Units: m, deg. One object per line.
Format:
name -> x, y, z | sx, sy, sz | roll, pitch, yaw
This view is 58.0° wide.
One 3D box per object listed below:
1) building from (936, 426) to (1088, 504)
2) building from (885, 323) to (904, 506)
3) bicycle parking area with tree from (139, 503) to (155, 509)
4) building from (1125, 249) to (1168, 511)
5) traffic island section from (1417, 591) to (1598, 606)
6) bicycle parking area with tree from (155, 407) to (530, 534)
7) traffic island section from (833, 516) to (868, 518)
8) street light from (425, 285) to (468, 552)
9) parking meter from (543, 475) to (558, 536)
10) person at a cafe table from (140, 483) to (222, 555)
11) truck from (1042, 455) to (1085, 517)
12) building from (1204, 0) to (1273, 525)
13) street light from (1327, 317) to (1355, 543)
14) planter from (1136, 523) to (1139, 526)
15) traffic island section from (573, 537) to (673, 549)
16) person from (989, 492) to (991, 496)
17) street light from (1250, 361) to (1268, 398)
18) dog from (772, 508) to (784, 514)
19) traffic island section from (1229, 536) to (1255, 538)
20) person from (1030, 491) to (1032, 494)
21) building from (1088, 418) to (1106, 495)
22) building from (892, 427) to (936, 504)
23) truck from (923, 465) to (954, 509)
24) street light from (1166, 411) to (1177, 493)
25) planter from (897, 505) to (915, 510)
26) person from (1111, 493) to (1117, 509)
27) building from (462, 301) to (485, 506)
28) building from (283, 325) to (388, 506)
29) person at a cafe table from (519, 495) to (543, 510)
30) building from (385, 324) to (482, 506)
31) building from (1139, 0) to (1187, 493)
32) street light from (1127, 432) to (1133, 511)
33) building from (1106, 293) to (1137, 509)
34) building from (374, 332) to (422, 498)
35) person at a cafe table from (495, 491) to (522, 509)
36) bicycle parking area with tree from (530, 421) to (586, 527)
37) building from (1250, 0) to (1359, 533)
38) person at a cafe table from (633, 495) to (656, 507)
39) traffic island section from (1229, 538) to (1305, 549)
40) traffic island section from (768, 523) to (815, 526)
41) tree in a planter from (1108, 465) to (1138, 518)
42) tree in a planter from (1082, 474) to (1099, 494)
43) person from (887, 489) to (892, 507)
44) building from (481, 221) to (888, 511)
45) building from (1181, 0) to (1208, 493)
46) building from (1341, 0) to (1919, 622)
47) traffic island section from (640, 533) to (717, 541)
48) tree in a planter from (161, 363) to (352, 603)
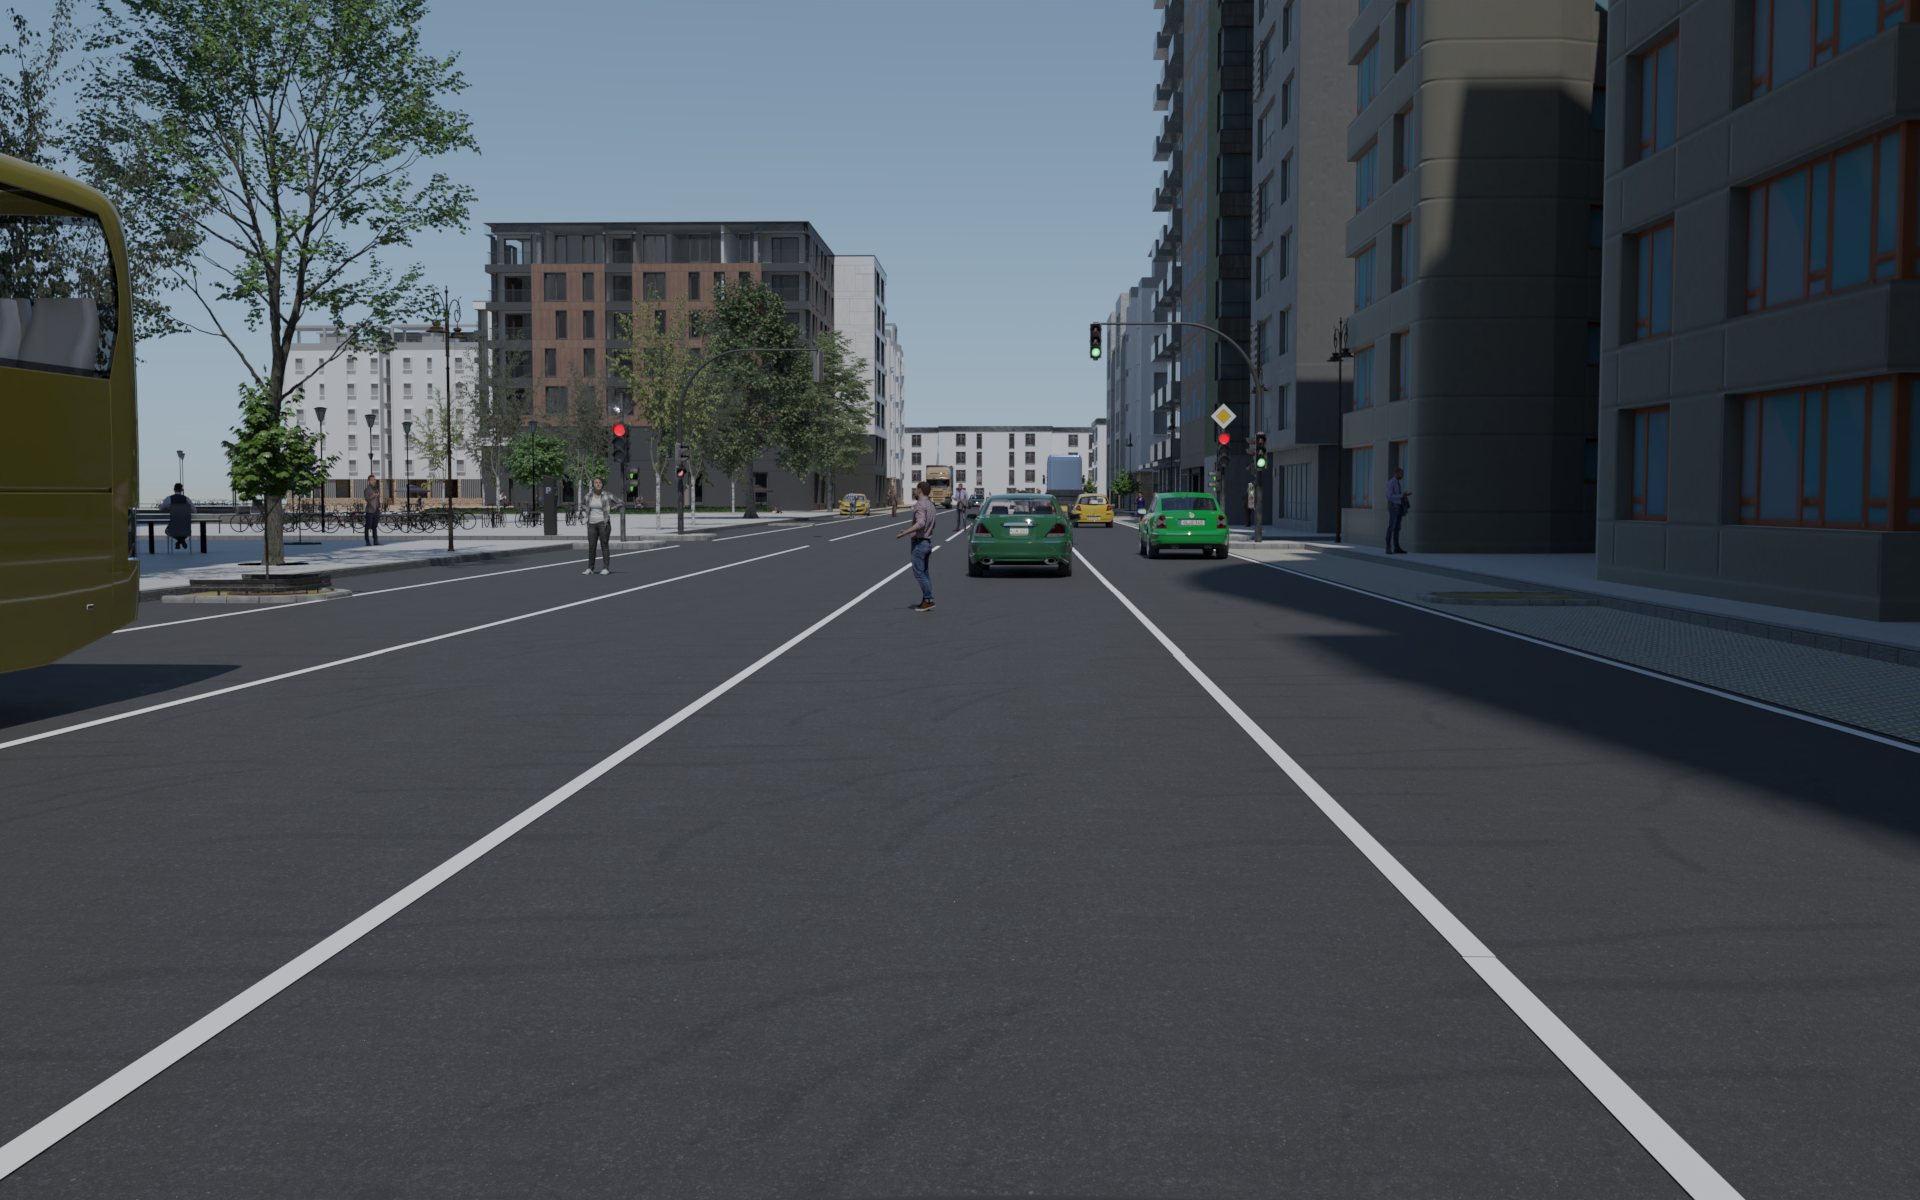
building -> 11.481, -16.843, 217.530 | 28.070, 9.664, 9.099 | 0, 4, 2
building -> -12.284, -20.893, 198.024 | 11.380, 20.091, 16.016 | 0, 4, 2
bicycle parking area with tree -> -53.585, -7.685, 112.647 | 8.231, 4.147, 9.016 | 0, 4, -7
building -> 21.502, -17.297, 139.217 | 16.016, 20.091, 11.380 | 0, 4, 2
traffic island section -> 7.156, -0.009, 23.012 | 1.991, 0.108, 1.994 | 0, 4, 2
bicycle parking area with tree -> -20.954, -4.445, 59.680 | 9.016, 4.147, 8.231 | 1, 4, 12
traffic island section -> -6.724, -5.123, 106.627 | 1.991, 0.108, 1.994 | 0, 4, 2
street light -> -11.380, -4.022, 38.550 | 0.468, 5.910, 1.993 | 0, 4, 2
parking meter -> -12.661, -2.928, 53.578 | 0.399, 1.863, 0.255 | 1, 4, 11
person at a cafe table -> -16.811, -1.757, 37.241 | 1.698, 1.524, 1.622 | -2, 4, -29
truck -> 6.972, -7.529, 112.860 | 2.967, 4.110, 18.799 | 0, 4, 2
building -> 17.772, -18.660, 76.790 | 14.160, 30.474, 14.107 | 0, 4, 2
street light -> 9.947, -4.441, 45.406 | 0.468, 5.910, 1.993 | 0, 4, 2
planter -> 9.025, -3.532, 78.882 | 1.991, 0.319, 1.994 | 0, 4, 2
traffic island section -> -9.068, -1.483, 46.524 | 2.009, 0.180, 2.903 | 0, 4, 2
person -> 3.082, -10.425, 180.422 | 0.415, 1.643, 0.593 | -2, 4, -33
street light -> 10.335, -5.338, 60.062 | 0.468, 5.910, 1.993 | 0, 4, 2
dog -> -11.915, -5.863, 113.591 | 0.550, 0.427, 0.748 | -3, 5, -43
traffic island section -> 8.191, -1.936, 53.932 | 2.009, 0.180, 2.903 | 0, 4, 2
person -> 6.592, -9.285, 161.030 | 1.217, 1.743, 0.721 | 1, 4, 20
building -> 19.619, -15.241, 191.339 | 9.099, 9.664, 28.070 | 0, 4, 2
building -> -16.652, -16.892, 218.338 | 28.070, 9.664, 9.099 | 0, 4, 2
truck -> -1.997, -11.022, 169.129 | 2.839, 4.237, 11.283 | 0, 4, 1
street light -> 11.533, -7.441, 94.444 | 0.468, 5.910, 1.993 | 0, 4, 2
planter -> -5.065, -8.263, 156.236 | 1.991, 0.319, 1.994 | 0, 4, 2
person -> 13.250, -8.707, 148.412 | 0.705, 1.824, 1.348 | -1, 4, -12
building -> -34.714, -21.352, 193.078 | 32.646, 21.610, 27.936 | 0, 4, 2
building -> -69.419, -21.023, 200.148 | 11.380, 20.091, 16.016 | 0, 4, 2
person at a cafe table -> -31.125, -7.038, 125.940 | 1.698, 1.238, 1.726 | 3, 5, 42
building -> -57.185, -20.970, 199.276 | 11.380, 20.091, 16.016 | 0, 4, 2
building -> 24.254, -30.150, 112.558 | 23.786, 49.044, 30.456 | 0, 4, 2
street light -> 12.604, -9.511, 128.299 | 0.468, 5.910, 1.993 | 0, 4, 2
building -> 22.775, -17.991, 160.617 | 16.747, 18.905, 31.486 | 0, 4, 2
building -> -58.156, -23.525, 228.612 | 32.646, 21.610, 27.936 | 0, 4, 2
person at a cafe table -> -32.062, -6.979, 122.616 | 1.622, 1.524, 1.698 | 0, 4, 1
bicycle parking area with tree -> -19.436, -4.979, 68.409 | 8.231, 4.147, 9.016 | 1, 4, 20
building -> 17.732, -22.911, 58.186 | 14.086, 41.232, 14.154 | 0, 4, 2
person at a cafe table -> -22.166, -6.811, 122.227 | 1.726, 1.238, 1.698 | -1, 4, -17
traffic island section -> 7.923, -1.448, 45.952 | 2.009, 0.180, 2.903 | 0, 4, 2
traffic island section -> -7.655, -3.441, 79.132 | 1.991, 0.108, 1.994 | 0, 4, 2
tree in a planter -> 9.922, -6.636, 105.722 | 1.991, 3.239, 1.994 | 0, 4, 2
tree in a planter -> 11.588, -9.687, 155.601 | 1.991, 3.239, 1.994 | 0, 4, 2
person -> -6.918, -10.132, 172.232 | 0.750, 1.759, 0.617 | 2, 4, 25
building -> -21.300, -18.500, 146.456 | 27.936, 21.610, 32.646 | 0, 4, 2
building -> 19.275, -26.938, 90.539 | 14.600, 45.320, 14.200 | 0, 4, 2
building -> 23.505, -11.352, 30.643 | 27.650, 21.520, 28.899 | 0, 4, 2
traffic island section -> -8.801, -1.971, 54.504 | 2.009, 0.180, 2.903 | 0, 4, 2
tree in a planter -> -9.503, -1.617, 23.665 | 1.991, 3.239, 1.994 | 0, 4, 2
